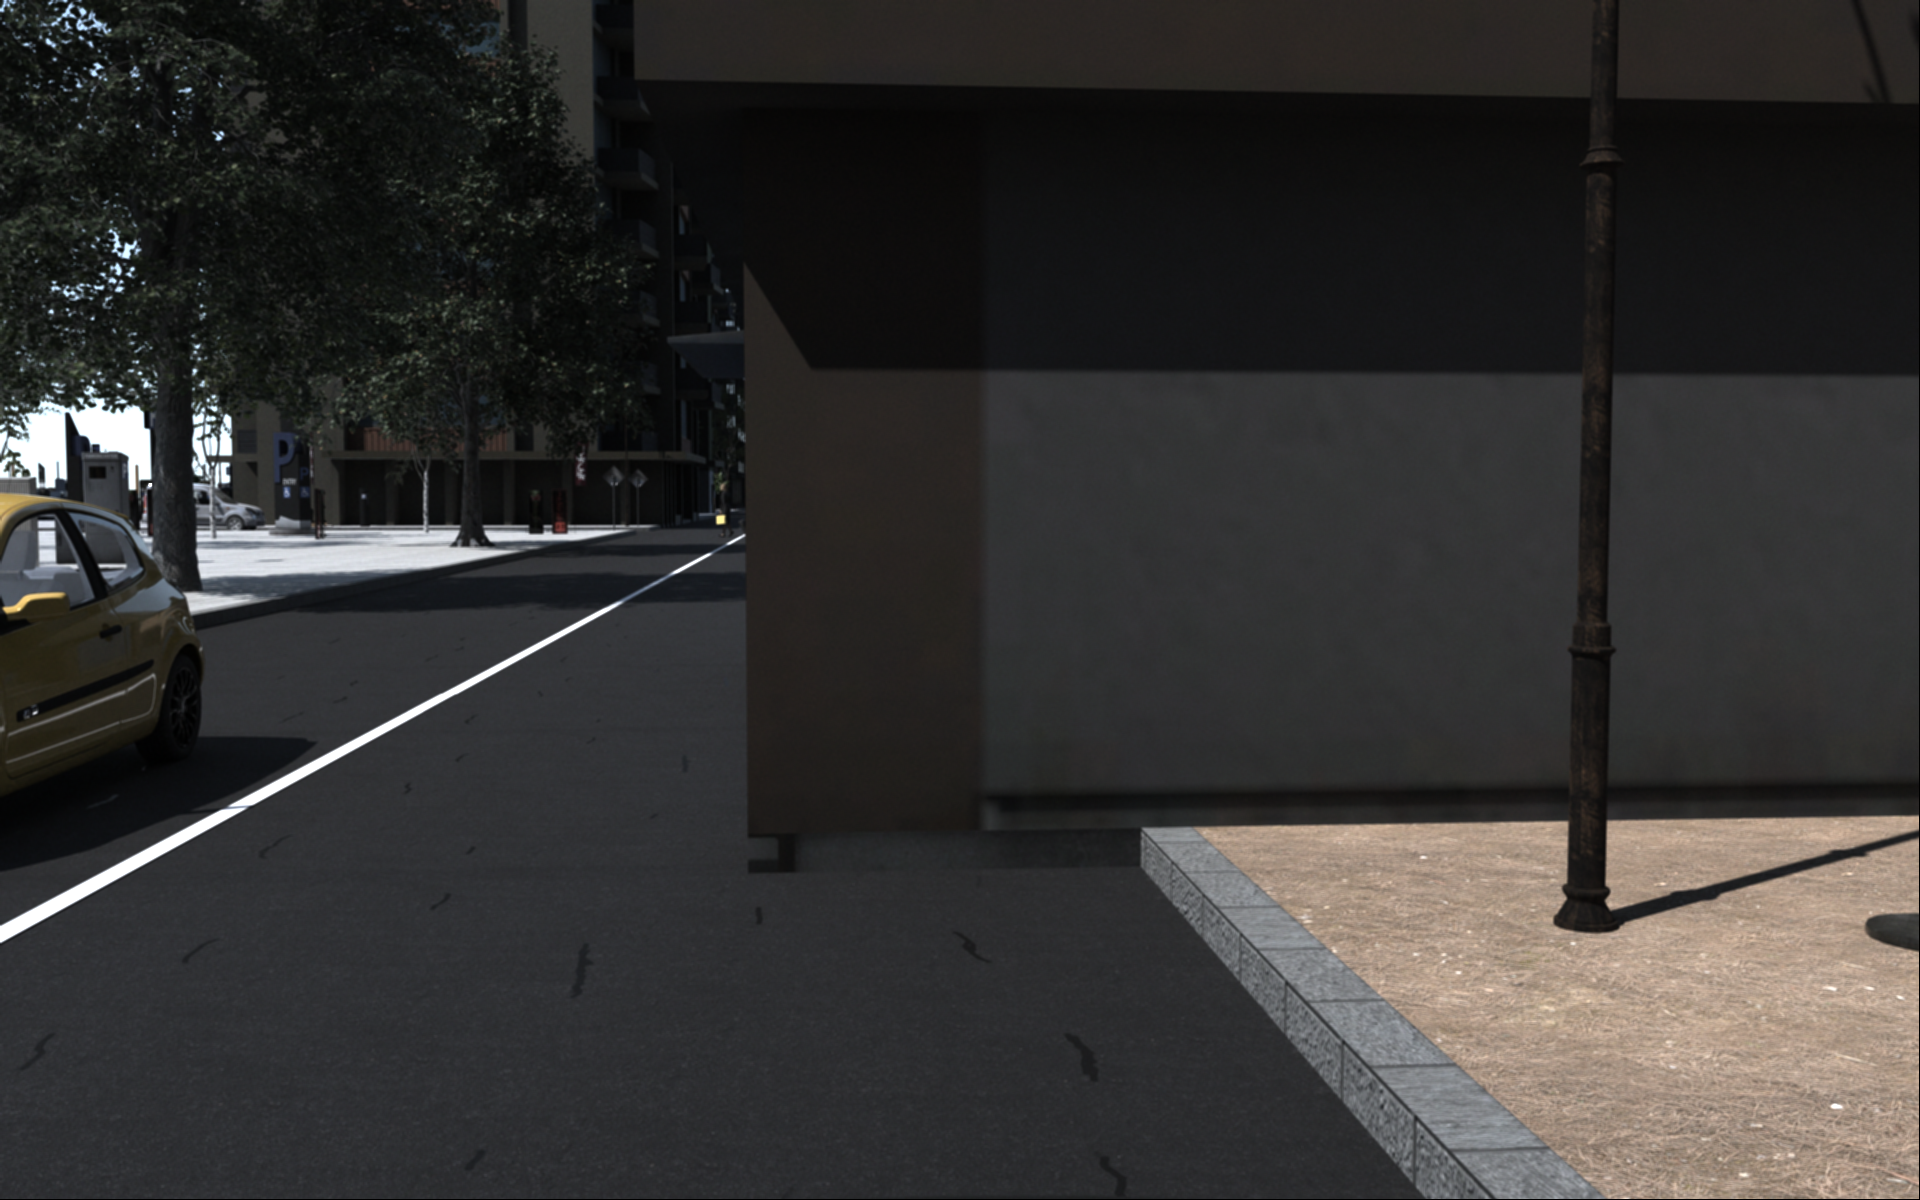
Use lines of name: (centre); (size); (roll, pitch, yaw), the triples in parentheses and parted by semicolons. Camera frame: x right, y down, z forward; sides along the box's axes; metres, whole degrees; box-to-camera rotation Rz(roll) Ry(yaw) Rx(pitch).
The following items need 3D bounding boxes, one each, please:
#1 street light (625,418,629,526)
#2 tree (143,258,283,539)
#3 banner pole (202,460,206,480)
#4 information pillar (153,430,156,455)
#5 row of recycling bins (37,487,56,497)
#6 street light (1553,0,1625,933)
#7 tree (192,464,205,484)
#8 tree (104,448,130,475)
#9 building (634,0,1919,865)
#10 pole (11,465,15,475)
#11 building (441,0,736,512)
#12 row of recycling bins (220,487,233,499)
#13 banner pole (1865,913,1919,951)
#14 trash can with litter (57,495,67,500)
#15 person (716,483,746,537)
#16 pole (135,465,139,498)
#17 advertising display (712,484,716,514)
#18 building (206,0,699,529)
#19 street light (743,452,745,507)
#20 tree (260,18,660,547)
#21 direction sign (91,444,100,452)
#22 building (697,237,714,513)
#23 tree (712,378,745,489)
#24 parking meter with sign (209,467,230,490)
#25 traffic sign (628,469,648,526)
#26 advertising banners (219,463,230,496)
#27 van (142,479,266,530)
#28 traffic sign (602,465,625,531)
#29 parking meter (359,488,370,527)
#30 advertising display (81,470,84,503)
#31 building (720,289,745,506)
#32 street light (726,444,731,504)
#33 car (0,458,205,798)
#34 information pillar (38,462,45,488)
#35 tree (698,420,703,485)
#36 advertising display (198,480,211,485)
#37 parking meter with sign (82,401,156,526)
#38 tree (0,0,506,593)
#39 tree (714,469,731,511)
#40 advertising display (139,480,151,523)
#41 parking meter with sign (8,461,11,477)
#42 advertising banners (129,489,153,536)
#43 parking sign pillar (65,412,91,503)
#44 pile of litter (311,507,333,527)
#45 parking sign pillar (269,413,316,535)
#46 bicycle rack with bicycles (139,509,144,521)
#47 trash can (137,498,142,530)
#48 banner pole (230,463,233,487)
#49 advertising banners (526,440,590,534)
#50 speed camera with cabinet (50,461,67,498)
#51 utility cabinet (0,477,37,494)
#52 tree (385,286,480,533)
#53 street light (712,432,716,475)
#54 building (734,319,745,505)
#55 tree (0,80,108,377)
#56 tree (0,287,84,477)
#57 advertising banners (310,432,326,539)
street light: (-13.254, -5.873, 68.809); (0.468, 5.910, 1.993); (0, 4, -5)
tree: (-21.673, -6.096, 50.026); (4.737, 8.622, 4.395); (0, 3, 0)
banner pole: (-56.153, -8.487, 128.783); (0.401, 3.779, 0.863); (0, 4, -4)
information pillar: (-19.773, -3.157, 42.973); (0.504, 3.616, 0.183); (-3, 4, -38)
row of recycling bins: (-56.611, -6.129, 107.323); (1.069, 1.692, 3.534); (0, 4, 1)
street light: (1.859, -1.968, 4.969); (0.468, 5.910, 1.993); (0, 4, -5)
tree: (-41.762, -6.083, 94.062); (1.663, 3.219, 1.824); (0, 3, 0)
tree: (-36.118, -4.803, 73.122); (1.663, 3.219, 1.824); (0, 3, 0)
building: (5.195, -22.155, 12.340); (14.600, 45.320, 14.200); (0, 4, -5)
pole: (-64.186, -7.561, 117.465); (0.158, 3.312, 0.155); (0, 3, 0)
building: (-31.839, -30.679, 156.232); (22.147, 44.769, 28.867); (0, 4, -5)
row of recycling bins: (-40.558, -5.512, 97.226); (1.069, 1.692, 3.534); (0, 4, 2)
banner pole: (2.922, -0.922, 5.086); (0.401, 3.779, 0.863); (1, 4, 23)
trash can with litter: (-48.552, -5.108, 94.578); (2.233, 1.210, 1.678); (-3, 4, -37)
person: (-7.606, -3.039, 58.409); (1.509, 1.804, 0.699); (-3, 5, -39)
pole: (-57.113, -7.730, 120.228); (0.158, 3.312, 0.155); (0, 3, 0)
advertising display: (-16.275, -6.681, 114.451); (0.123, 1.923, 0.974); (0, 4, 0)
building: (-22.895, -26.153, 82.228); (22.147, 44.769, 28.867); (0, 4, -5)
street light: (-21.458, -12.216, 172.520); (0.468, 5.910, 1.993); (0, 4, -5)
tree: (-11.798, -7.637, 41.875); (9.611, 12.733, 9.660); (0, 3, 0)
direction sign: (-39.289, -5.276, 78.266); (0.876, 3.537, 0.379); (-1, 4, -10)
building: (-23.883, -20.955, 114.316); (14.160, 30.474, 14.107); (0, 4, -5)
tree: (-19.030, -12.568, 139.904); (8.767, 10.594, 7.601); (0, 4, 2)
parking meter with sign: (-48.296, -7.176, 113.582); (1.738, 3.016, 0.543); (1, 4, 14)
traffic sign: (-12.737, -3.968, 68.514); (0.795, 2.450, 0.064); (0, 4, -5)
advertising banners: (-34.803, -5.240, 81.865); (0.090, 3.025, 2.074); (-1, 4, -10)
van: (-27.807, -3.474, 63.813); (4.112, 2.044, 2.013); (0, 4, -5)
traffic sign: (-12.100, -3.481, 60.554); (0.795, 2.450, 0.064); (0, 4, -5)
parking meter: (-23.542, -3.674, 68.486); (0.372, 1.533, 0.369); (0, 3, 0)
advertising display: (-22.189, -2.417, 44.738); (0.974, 1.923, 0.123); (0, 4, 8)
building: (-34.650, -34.616, 185.578); (23.786, 49.044, 30.456); (0, 4, -5)
street light: (-19.368, -10.530, 144.958); (0.468, 5.910, 1.993); (0, 4, -5)
car: (-4.871, 0.144, 7.873); (2.015, 1.641, 3.980); (0, 4, -6)
information pillar: (-67.500, -8.317, 127.335); (0.504, 3.616, 0.183); (1, 4, 9)
tree: (-16.758, -9.207, 100.891); (4.737, 8.622, 4.395); (0, 3, 0)
advertising display: (-35.628, -4.684, 81.793); (0.974, 1.923, 0.123); (2, 4, 31)
parking meter with sign: (-15.715, -2.178, 31.870); (1.738, 3.016, 0.543); (0, 4, -7)
tree: (-10.411, -7.083, 22.463); (9.857, 13.997, 8.962); (0, 3, 0)
tree: (-18.346, -8.463, 132.978); (1.663, 3.219, 1.824); (0, 3, 0)
advertising display: (-36.168, -4.422, 77.518); (0.974, 1.923, 0.123); (-1, 4, -23)
parking meter with sign: (-50.292, -5.733, 89.990); (1.738, 3.016, 0.543); (-1, 4, -22)
advertising banners: (-24.600, -3.466, 52.861); (2.074, 3.025, 0.090); (-1, 4, -11)
parking sign pillar: (-29.324, -4.232, 57.666); (1.447, 3.967, 1.447); (-1, 4, -11)
pile of litter: (-25.213, -3.273, 67.475); (1.719, 0.858, 1.176); (-3, 5, -42)
parking sign pillar: (-21.023, -4.039, 54.503); (1.447, 3.967, 1.447); (2, 4, 35)
bicycle rack with bicycles: (-38.114, -4.237, 82.665); (2.852, 0.926, 2.925); (0, 4, -6)
trash can: (-27.939, -2.852, 58.282); (0.748, 1.137, 0.748); (0, 3, 0)
banner pole: (-44.121, -7.072, 105.641); (0.863, 3.779, 0.401); (-3, 5, -40)
advertising banners: (-12.932, -3.644, 55.775); (2.074, 3.025, 0.090); (-2, 4, -24)
speed camera with cabinet: (-53.713, -6.663, 103.270); (0.660, 3.252, 2.038); (-1, 4, -15)
utility cabinet: (-12.311, -0.805, 21.842); (1.173, 1.500, 0.318); (-1, 4, -12)
tree: (-17.697, -6.551, 57.471); (4.360, 8.622, 3.978); (0, 3, 0)
street light: (-17.661, -9.245, 123.938); (0.468, 5.910, 1.993); (0, 4, -5)
building: (-34.117, -33.602, 232.981); (14.154, 41.232, 14.086); (0, 4, -5)
tree: (-23.534, -6.961, 39.570); (9.928, 11.665, 9.643); (0, 3, 0)
tree: (-27.374, -6.047, 49.238); (4.737, 8.622, 4.395); (0, 3, 0)
advertising banners: (-18.285, -3.246, 49.263); (0.090, 3.025, 2.074); (-1, 4, -10)
